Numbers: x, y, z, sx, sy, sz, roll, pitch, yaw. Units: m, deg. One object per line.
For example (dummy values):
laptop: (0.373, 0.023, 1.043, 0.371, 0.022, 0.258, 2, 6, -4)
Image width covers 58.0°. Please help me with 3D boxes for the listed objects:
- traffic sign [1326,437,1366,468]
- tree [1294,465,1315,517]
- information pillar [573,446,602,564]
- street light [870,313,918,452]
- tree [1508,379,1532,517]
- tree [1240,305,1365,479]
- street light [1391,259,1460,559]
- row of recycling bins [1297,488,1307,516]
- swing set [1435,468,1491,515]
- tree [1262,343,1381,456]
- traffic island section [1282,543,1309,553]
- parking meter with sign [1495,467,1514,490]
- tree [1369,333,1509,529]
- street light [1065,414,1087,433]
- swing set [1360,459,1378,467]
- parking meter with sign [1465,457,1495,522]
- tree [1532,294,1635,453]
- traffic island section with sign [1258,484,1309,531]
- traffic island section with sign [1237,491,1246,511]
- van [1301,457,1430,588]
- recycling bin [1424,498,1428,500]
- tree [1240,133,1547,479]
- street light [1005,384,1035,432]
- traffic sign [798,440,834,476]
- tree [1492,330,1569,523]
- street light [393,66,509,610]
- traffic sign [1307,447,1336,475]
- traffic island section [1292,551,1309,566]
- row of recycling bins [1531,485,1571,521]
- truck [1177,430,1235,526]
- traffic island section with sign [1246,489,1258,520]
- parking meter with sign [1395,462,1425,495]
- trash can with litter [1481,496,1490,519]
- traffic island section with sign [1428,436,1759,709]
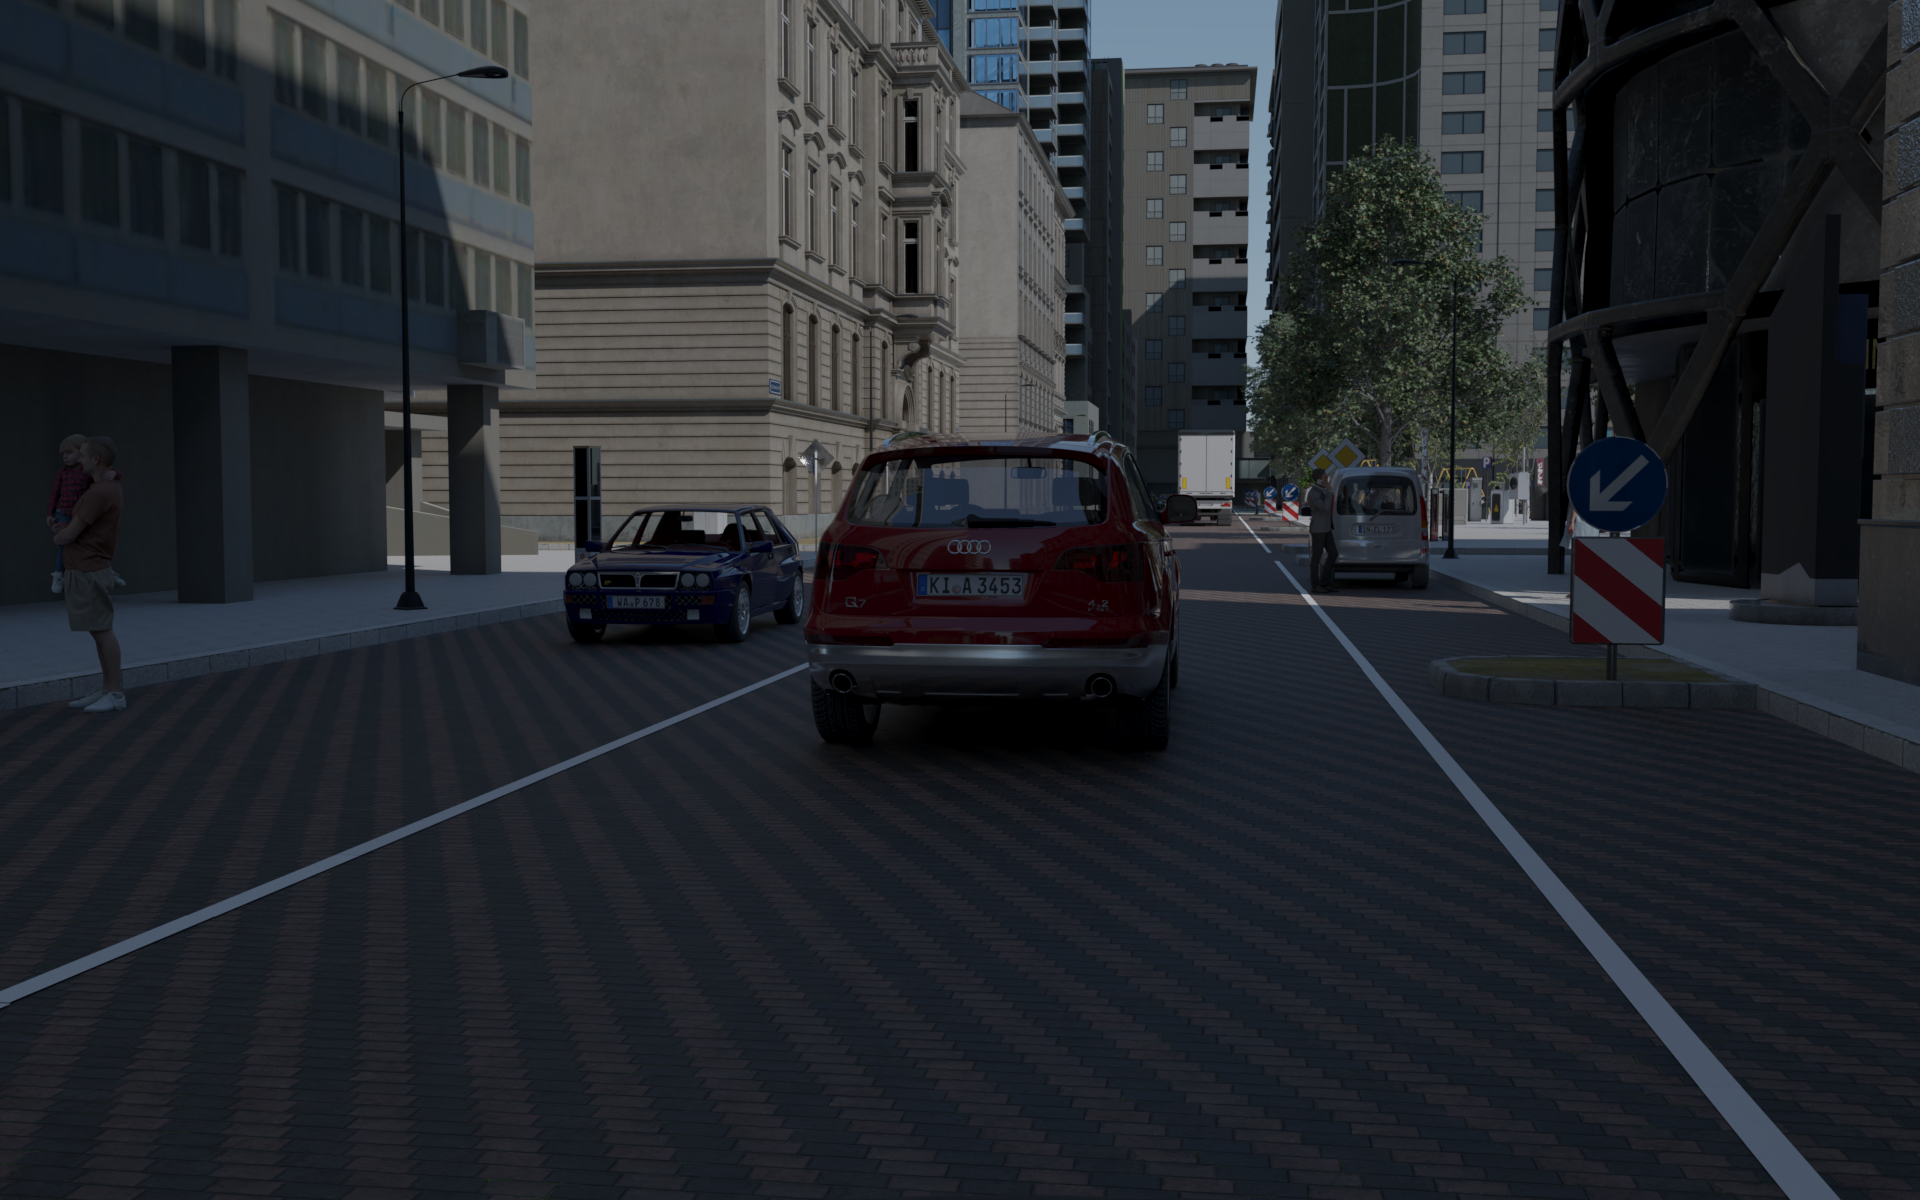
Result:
traffic sign: (7.883, -2.026, 35.309, 0.795, 2.593, 0.064, 1, 4, 9)
tree: (20.093, -6.368, 98.723, 1.663, 3.219, 1.824, 0, 3, 0)
information pillar: (-5.679, -1.342, 26.431, 0.304, 2.012, 0.304, 2, 4, 26)
street light: (-1.761, -4.412, 44.669, 1.470, 5.913, 1.316, 1, 4, 9)
tree: (31.257, -8.993, 97.401, 4.737, 8.622, 4.395, 0, 3, 0)
tree: (23.064, -12.756, 115.218, 9.857, 13.997, 8.962, 0, 3, 0)
street light: (9.221, -3.780, 34.342, 1.470, 5.913, 1.316, 1, 4, 9)
row of recycling bins: (21.661, -5.839, 102.582, 3.534, 1.692, 1.069, 2, 4, 31)
swing set: (30.104, -6.536, 104.482, 2.862, 2.851, 3.119, -1, 4, -18)
tree: (18.565, -9.350, 87.280, 7.601, 10.594, 8.767, 2, 4, 32)
traffic island section: (9.093, -1.285, 43.285, 2.009, 0.180, 2.903, 1, 4, 9)
parking meter with sign: (33.371, -6.796, 107.370, 1.738, 3.016, 0.543, 1, 4, 16)
tree: (17.423, -6.978, 64.447, 4.737, 8.622, 4.395, 0, 3, 0)
street light: (6.677, -7.850, 100.890, 1.470, 5.913, 1.316, 1, 4, 9)
swing set: (18.669, -4.921, 78.085, 2.862, 2.851, 3.119, 0, 4, -2)
parking meter with sign: (23.828, -5.150, 80.464, 1.738, 3.016, 0.543, -2, 4, -25)
tree: (17.158, -5.719, 43.865, 4.737, 8.622, 4.395, 0, 3, 0)
traffic island section with sign: (12.757, -3.608, 67.611, 1.989, 1.847, 2.006, 1, 4, 9)
traffic island section with sign: (24.219, -8.274, 143.914, 1.989, 1.847, 2.006, 1, 4, 9)
van: (6.506, -1.269, 27.757, 2.013, 2.044, 4.112, 1, 4, 9)
recycling bin: (26.903, -5.429, 101.311, 0.722, 1.027, 0.722, -1, 4, -14)
tree: (13.732, -8.462, 55.355, 9.611, 12.733, 9.660, 0, 3, 0)
street light: (2.462, -6.142, 72.961, 1.470, 5.913, 1.316, 1, 4, 9)
traffic sign: (-3.086, -2.127, 36.971, 0.795, 2.593, 0.064, 1, 4, 9)
tree: (25.122, -7.756, 77.177, 4.360, 8.622, 3.978, 0, 3, 0)
street light: (-5.587, -2.843, 19.025, 1.470, 5.913, 1.316, 1, 4, 9)
traffic sign: (9.068, -2.509, 43.206, 0.795, 2.593, 0.064, 1, 4, 9)
traffic island section: (7.907, -0.802, 35.388, 2.009, 0.180, 2.903, 1, 4, 9)
row of recycling bins: (28.696, -4.585, 82.074, 1.069, 1.692, 3.534, -3, 5, -42)
truck: (11.535, -5.648, 81.255, 2.839, 4.237, 11.283, 0, 4, 8)
traffic island section with sign: (16.815, -5.262, 94.665, 1.989, 1.847, 2.006, 1, 4, 9)
parking meter with sign: (18.104, -4.436, 68.786, 1.738, 3.016, 0.543, 1, 4, 18)
trash can with litter: (26.274, -4.650, 87.421, 0.624, 1.170, 1.055, -1, 4, -14)
traffic island section with sign: (4.503, -0.245, 12.634, 1.989, 1.847, 2.006, 1, 4, 9)
